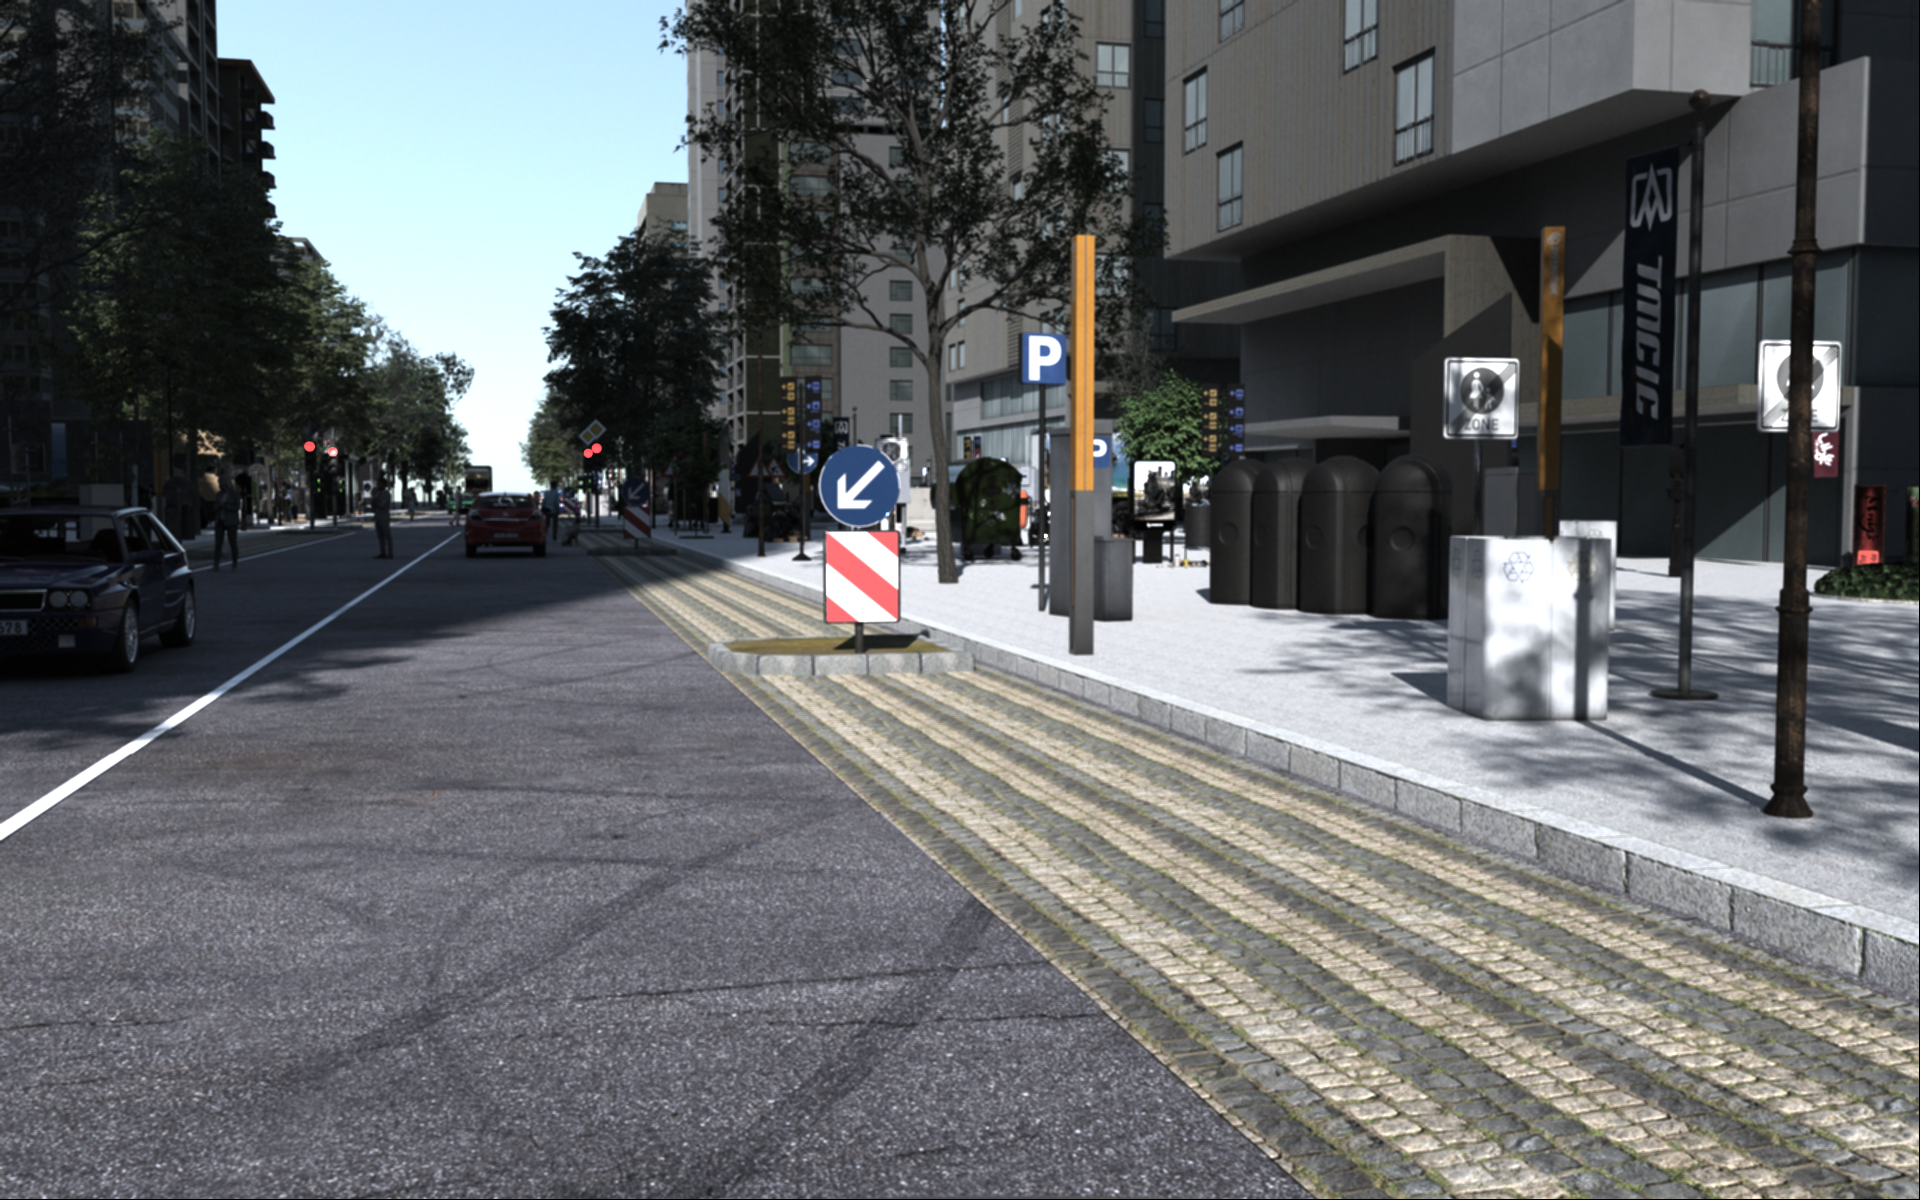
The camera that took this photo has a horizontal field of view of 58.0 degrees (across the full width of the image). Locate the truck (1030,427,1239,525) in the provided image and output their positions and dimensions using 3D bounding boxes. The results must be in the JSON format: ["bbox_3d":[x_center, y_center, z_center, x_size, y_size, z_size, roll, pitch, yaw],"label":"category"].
[{"bbox_3d":[8.786,-5.272,75.103,11.283,4.237,2.839,-1,4,-13],"label":"truck"}]

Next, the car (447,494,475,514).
[{"bbox_3d":[-35.510,-7.001,123.258,1.959,1.807,4.718,-1,4,-15],"label":"car"}]

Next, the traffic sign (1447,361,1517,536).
[{"bbox_3d":[3.922,-0.673,13.129,0.606,2.300,0.079,-1,4,-12],"label":"traffic sign"}]

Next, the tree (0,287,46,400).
[{"bbox_3d":[-32.271,-6.512,56.835,4.360,8.622,3.978,0,3,0],"label":"tree"}]

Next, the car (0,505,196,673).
[{"bbox_3d":[-7.772,-0.140,14.863,1.945,1.354,3.894,-1,4,-14],"label":"car"}]

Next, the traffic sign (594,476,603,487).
[{"bbox_3d":[-24.731,-7.221,118.162,0.768,2.556,0.104,0,4,-5],"label":"traffic sign"}]

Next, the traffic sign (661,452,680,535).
[{"bbox_3d":[-8.806,-3.276,53.573,0.884,2.594,0.081,-1,4,-9],"label":"traffic sign"}]

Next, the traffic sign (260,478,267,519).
[{"bbox_3d":[-36.290,-5.440,90.125,0.795,2.450,0.064,-1,4,-9],"label":"traffic sign"}]

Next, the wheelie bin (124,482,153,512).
[{"bbox_3d":[-21.700,-2.318,45.814,0.693,1.594,0.980,-2,4,-28],"label":"wheelie bin"}]

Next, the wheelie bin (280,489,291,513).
[{"bbox_3d":[-44.610,-6.536,114.777,0.980,1.594,0.693,-1,4,-15],"label":"wheelie bin"}]

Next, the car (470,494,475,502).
[{"bbox_3d":[-42.247,-8.329,148.178,2.014,1.417,4.499,-1,4,-13],"label":"car"}]

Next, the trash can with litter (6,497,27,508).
[{"bbox_3d":[-26.419,-2.337,49.275,1.678,1.210,2.233,-1,4,-12],"label":"trash can with litter"}]

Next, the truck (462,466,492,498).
[{"bbox_3d":[-48.231,-11.290,173.498,2.839,4.237,11.283,-1,4,-14],"label":"truck"}]

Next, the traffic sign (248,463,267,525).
[{"bbox_3d":[-28.874,-4.349,71.214,0.768,2.556,0.104,-1,4,-9],"label":"traffic sign"}]

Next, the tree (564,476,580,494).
[{"bbox_3d":[-38.134,-10.818,171.478,1.663,3.219,1.824,0,3,0],"label":"tree"}]

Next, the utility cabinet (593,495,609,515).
[{"bbox_3d":[-21.798,-5.759,105.329,1.020,1.237,0.306,0,4,3],"label":"utility cabinet"}]

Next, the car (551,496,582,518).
[{"bbox_3d":[-23.683,-5.589,103.961,1.945,1.354,3.894,-1,4,-14],"label":"car"}]

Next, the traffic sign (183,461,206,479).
[{"bbox_3d":[-27.251,-3.764,61.655,0.768,2.556,0.104,-1,4,-12],"label":"traffic sign"}]

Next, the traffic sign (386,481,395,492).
[{"bbox_3d":[-46.938,-8.718,142.550,0.884,2.594,0.081,-1,4,-11],"label":"traffic sign"}]

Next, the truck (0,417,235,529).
[{"bbox_3d":[-32.326,-4.611,64.299,11.283,4.237,2.839,-1,4,-15],"label":"truck"}]

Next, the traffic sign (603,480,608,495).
[{"bbox_3d":[-25.354,-7.465,124.189,0.606,2.300,0.079,-1,4,-14],"label":"traffic sign"}]

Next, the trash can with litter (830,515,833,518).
[{"bbox_3d":[-7.000,-5.333,98.580,0.624,1.170,1.055,0,4,6],"label":"trash can with litter"}]

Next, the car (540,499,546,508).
[{"bbox_3d":[-35.690,-8.476,151.160,1.945,1.354,3.894,-1,4,-14],"label":"car"}]

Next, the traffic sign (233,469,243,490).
[{"bbox_3d":[-29.389,-4.165,70.226,0.606,2.300,0.079,-1,4,-9],"label":"traffic sign"}]

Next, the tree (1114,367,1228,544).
[{"bbox_3d":[5.603,-3.750,45.023,4.285,4.588,4.351,0,3,0],"label":"tree"}]

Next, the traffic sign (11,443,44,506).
[{"bbox_3d":[-18.697,-1.997,34.774,0.606,2.300,0.079,-1,4,-9],"label":"traffic sign"}]

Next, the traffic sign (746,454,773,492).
[{"bbox_3d":[-6.518,-3.440,56.241,0.884,2.594,0.081,0,4,-8],"label":"traffic sign"}]

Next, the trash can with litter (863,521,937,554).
[{"bbox_3d":[-1.725,-1.614,37.440,1.678,1.210,2.233,-3,5,-44],"label":"trash can with litter"}]

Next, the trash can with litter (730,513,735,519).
[{"bbox_3d":[-11.349,-4.738,88.854,1.055,1.170,0.624,-1,4,-13],"label":"trash can with litter"}]

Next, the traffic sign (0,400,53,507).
[{"bbox_3d":[-20.846,-2.663,37.419,2.265,3.308,0.079,-1,4,-14],"label":"traffic sign"}]

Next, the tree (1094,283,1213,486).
[{"bbox_3d":[6.390,-6.714,60.138,4.360,8.622,3.978,0,3,0],"label":"tree"}]

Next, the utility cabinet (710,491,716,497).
[{"bbox_3d":[-18.004,-7.192,126.267,1.173,1.500,0.318,-1,4,-16],"label":"utility cabinet"}]

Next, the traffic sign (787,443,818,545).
[{"bbox_3d":[-3.945,-2.652,43.459,0.768,2.556,0.104,0,4,-6],"label":"traffic sign"}]

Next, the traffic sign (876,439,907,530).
[{"bbox_3d":[-1.257,-1.808,31.692,0.606,2.300,0.079,0,4,-5],"label":"traffic sign"}]

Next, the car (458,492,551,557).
[{"bbox_3d":[-10.724,-1.943,40.811,2.155,1.783,4.494,-1,4,-15],"label":"car"}]

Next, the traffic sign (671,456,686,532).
[{"bbox_3d":[-9.330,-3.584,58.595,0.884,2.594,0.081,0,4,-8],"label":"traffic sign"}]

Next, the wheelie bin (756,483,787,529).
[{"bbox_3d":[-5.443,-2.554,49.674,0.693,1.594,0.980,3,4,38],"label":"wheelie bin"}]

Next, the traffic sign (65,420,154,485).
[{"bbox_3d":[-23.292,-3.278,47.466,2.265,3.308,0.079,0,4,-6],"label":"traffic sign"}]

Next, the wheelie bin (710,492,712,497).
[{"bbox_3d":[-17.049,-6.630,116.303,0.693,1.594,0.980,-2,4,-35],"label":"wheelie bin"}]

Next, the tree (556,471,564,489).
[{"bbox_3d":[-57.035,-18.112,246.500,4.737,8.622,4.395,0,3,0],"label":"tree"}]

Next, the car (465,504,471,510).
[{"bbox_3d":[-16.694,-3.086,62.261,2.131,1.459,4.920,-1,4,-15],"label":"car"}]

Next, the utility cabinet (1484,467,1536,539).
[{"bbox_3d":[4.692,-0.361,14.578,0.318,1.500,1.173,0,4,5],"label":"utility cabinet"}]

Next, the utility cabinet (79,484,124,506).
[{"bbox_3d":[-19.308,-1.853,38.973,0.318,1.500,1.173,1,4,8],"label":"utility cabinet"}]

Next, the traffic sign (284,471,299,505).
[{"bbox_3d":[-36.963,-5.851,95.775,0.768,2.556,0.104,-1,4,-13],"label":"traffic sign"}]

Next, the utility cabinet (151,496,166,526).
[{"bbox_3d":[-28.583,-3.083,61.571,1.020,1.237,0.306,3,5,40],"label":"utility cabinet"}]

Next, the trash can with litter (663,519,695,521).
[{"bbox_3d":[-13.521,-4.466,84.069,2.233,1.210,1.678,-3,4,-37],"label":"trash can with litter"}]

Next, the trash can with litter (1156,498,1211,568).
[{"bbox_3d":[4.631,-1.196,30.610,2.233,1.210,1.678,1,4,10],"label":"trash can with litter"}]

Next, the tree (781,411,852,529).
[{"bbox_3d":[-5.575,-4.938,64.444,4.285,4.588,4.351,0,3,0],"label":"tree"}]

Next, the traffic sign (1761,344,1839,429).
[{"bbox_3d":[5.608,-0.583,11.663,0.606,2.300,0.079,-1,4,-11],"label":"traffic sign"}]

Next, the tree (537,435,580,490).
[{"bbox_3d":[-53.923,-18.960,235.757,9.928,11.665,9.643,0,3,0],"label":"tree"}]

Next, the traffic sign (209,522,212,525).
[{"bbox_3d":[-30.725,-4.332,70.929,0.768,2.556,0.104,0,4,-8],"label":"traffic sign"}]

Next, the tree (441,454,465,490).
[{"bbox_3d":[-80.901,-19.929,276.197,4.737,8.622,4.395,0,3,0],"label":"tree"}]

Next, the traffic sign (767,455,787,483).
[{"bbox_3d":[-6.127,-3.490,57.072,0.884,2.594,0.081,0,4,-7],"label":"traffic sign"}]

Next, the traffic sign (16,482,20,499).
[{"bbox_3d":[-25.345,-2.850,46.607,0.884,2.594,0.081,-1,4,-10],"label":"traffic sign"}]

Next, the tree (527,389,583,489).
[{"bbox_3d":[-40.509,-15.831,176.960,7.486,12.596,7.792,0,3,0],"label":"tree"}]

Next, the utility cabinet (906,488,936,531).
[{"bbox_3d":[-1.319,-3.069,58.853,1.173,1.500,0.318,-1,4,-23],"label":"utility cabinet"}]
